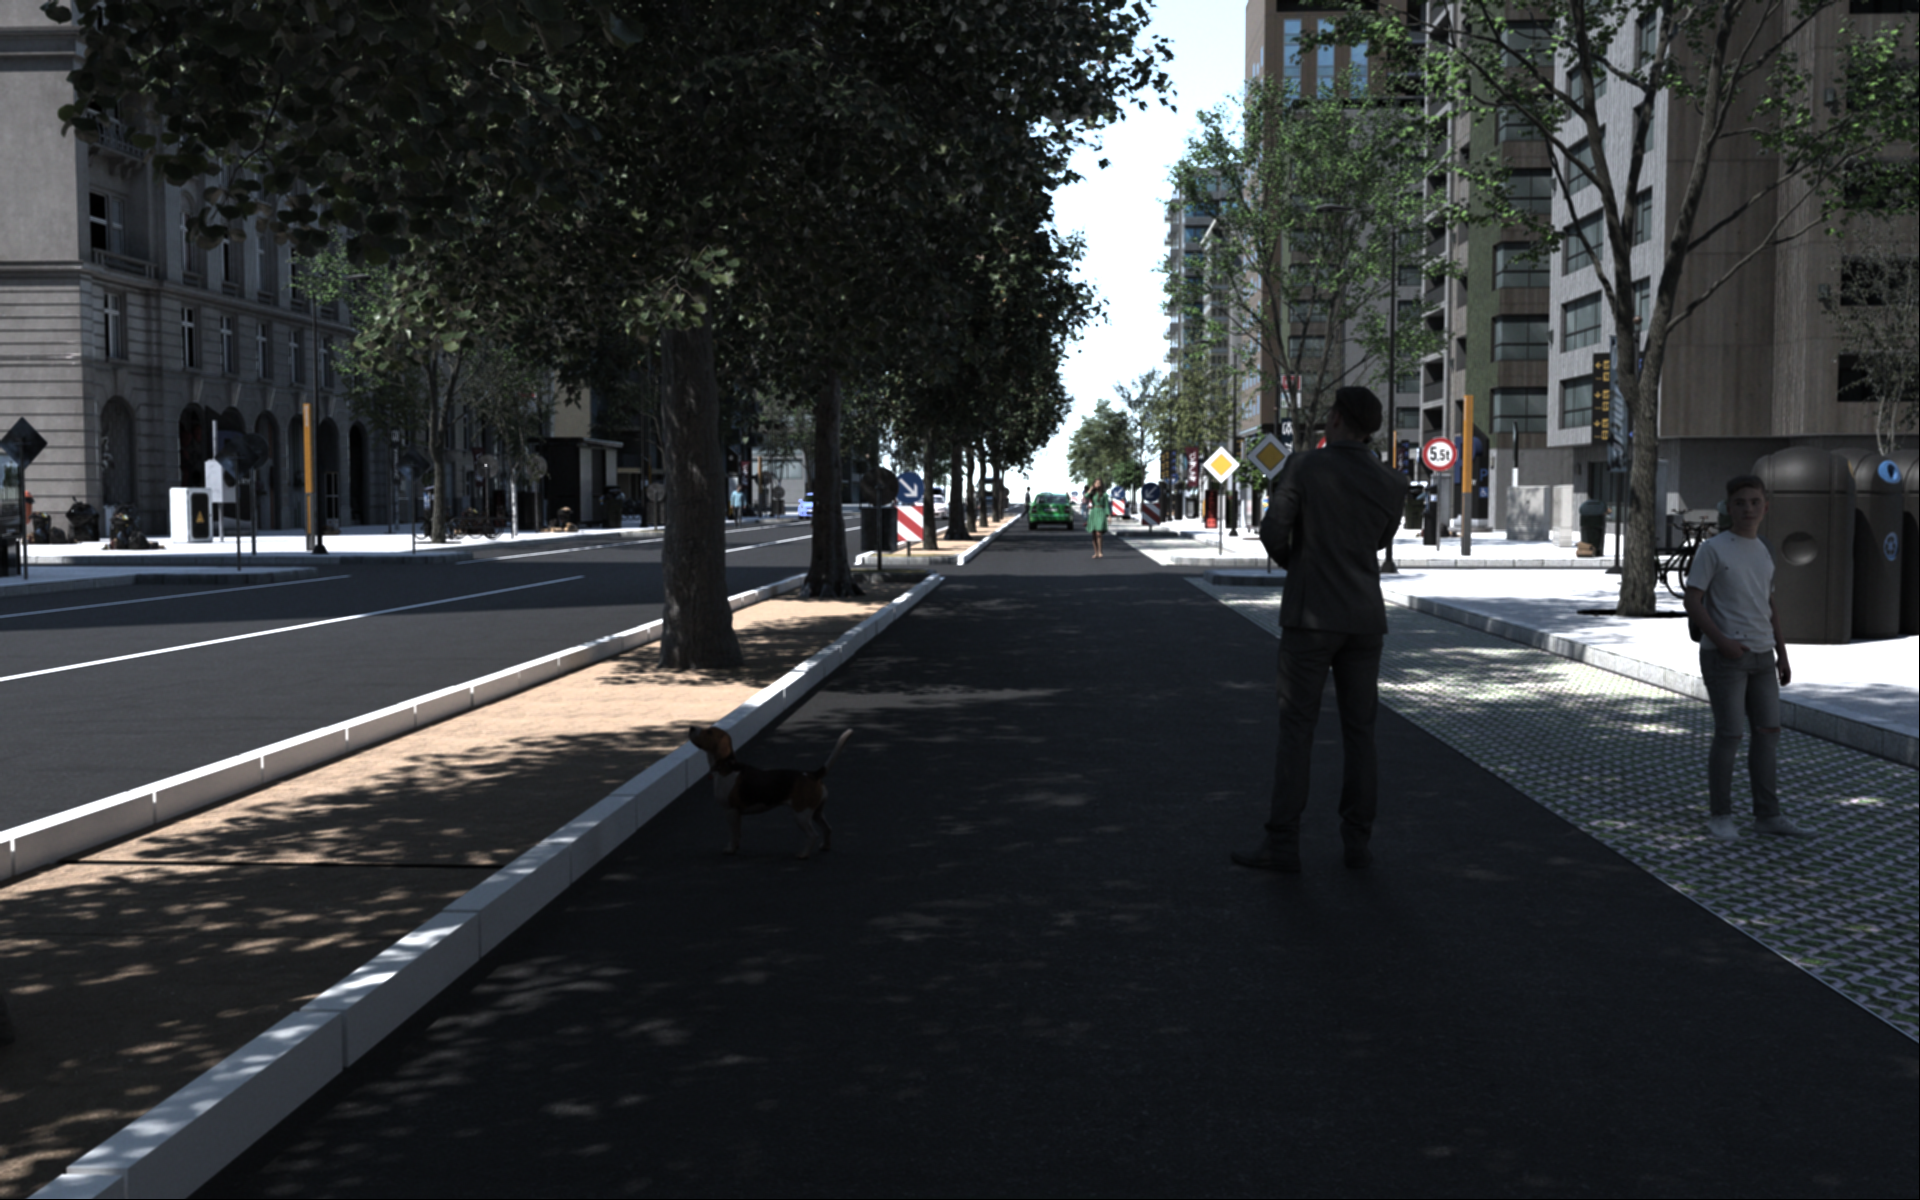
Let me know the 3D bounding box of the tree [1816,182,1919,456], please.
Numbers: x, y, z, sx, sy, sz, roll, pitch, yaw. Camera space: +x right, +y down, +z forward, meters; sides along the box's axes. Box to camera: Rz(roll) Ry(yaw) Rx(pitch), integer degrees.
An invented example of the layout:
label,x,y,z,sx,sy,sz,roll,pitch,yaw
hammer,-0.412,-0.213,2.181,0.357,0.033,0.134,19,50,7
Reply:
label,x,y,z,sx,sy,sz,roll,pitch,yaw
tree,22.565,-5.574,41.489,4.360,8.622,3.978,0,3,0

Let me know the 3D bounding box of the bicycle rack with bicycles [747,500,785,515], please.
label,x,y,z,sx,sy,sz,roll,pitch,yaw
bicycle rack with bicycles,-12.262,-5.795,108.130,2.925,0.926,2.852,-2,4,-23

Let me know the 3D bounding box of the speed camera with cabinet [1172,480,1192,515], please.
label,x,y,z,sx,sy,sz,roll,pitch,yaw
speed camera with cabinet,13.603,-6.773,105.069,0.660,3.252,2.038,-3,4,-38

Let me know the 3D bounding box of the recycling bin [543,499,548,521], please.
label,x,y,z,sx,sy,sz,roll,pitch,yaw
recycling bin,-19.498,-4.284,82.589,0.722,1.027,0.722,3,4,37

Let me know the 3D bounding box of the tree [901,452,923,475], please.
label,x,y,z,sx,sy,sz,roll,pitch,yaw
tree,-5.931,-15.267,199.971,4.360,8.622,3.978,0,3,0

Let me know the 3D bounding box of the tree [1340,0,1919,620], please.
label,x,y,z,sx,sy,sz,roll,pitch,yaw
tree,7.056,-5.626,17.733,9.928,11.665,9.643,0,3,0

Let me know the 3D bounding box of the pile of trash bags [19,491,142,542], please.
label,x,y,z,sx,sy,sz,roll,pitch,yaw
pile of trash bags,-23.966,-2.281,47.047,3.447,1.369,1.912,-1,4,-12

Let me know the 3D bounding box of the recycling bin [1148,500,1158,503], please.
label,x,y,z,sx,sy,sz,roll,pitch,yaw
recycling bin,11.464,-5.441,101.516,0.722,1.027,0.722,1,4,21

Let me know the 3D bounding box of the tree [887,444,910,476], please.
label,x,y,z,sx,sy,sz,roll,pitch,yaw
tree,-5.267,-16.925,211.132,8.767,10.594,7.601,-3,5,-41

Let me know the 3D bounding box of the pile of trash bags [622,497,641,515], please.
label,x,y,z,sx,sy,sz,roll,pitch,yaw
pile of trash bags,-20.201,-5.934,106.779,1.912,1.369,3.447,1,4,22

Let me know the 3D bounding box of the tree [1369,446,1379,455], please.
label,x,y,z,sx,sy,sz,roll,pitch,yaw
tree,14.670,-4.184,63.002,1.663,3.219,1.824,0,3,0

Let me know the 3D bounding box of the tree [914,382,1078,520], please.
label,x,y,z,sx,sy,sz,roll,pitch,yaw
tree,2.215,-9.697,95.409,8.767,10.594,7.601,0,4,3

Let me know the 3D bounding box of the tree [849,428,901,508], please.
label,x,y,z,sx,sy,sz,roll,pitch,yaw
tree,-7.953,-12.303,151.514,4.360,8.622,3.978,0,3,0

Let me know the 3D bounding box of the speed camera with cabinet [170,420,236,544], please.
label,x,y,z,sx,sy,sz,roll,pitch,yaw
speed camera with cabinet,-19.967,-3.147,45.790,0.660,3.252,2.038,1,4,15

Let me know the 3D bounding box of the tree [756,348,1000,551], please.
label,x,y,z,sx,sy,sz,roll,pitch,yaw
tree,-0.864,-7.064,43.704,9.928,11.665,9.643,0,3,0

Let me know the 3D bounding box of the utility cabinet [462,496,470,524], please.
label,x,y,z,sx,sy,sz,roll,pitch,yaw
utility cabinet,-20.992,-3.816,73.549,0.306,1.237,1.020,-1,4,-14

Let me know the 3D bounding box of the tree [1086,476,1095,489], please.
label,x,y,z,sx,sy,sz,roll,pitch,yaw
tree,18.279,-14.760,225.039,4.285,4.588,4.351,0,3,0

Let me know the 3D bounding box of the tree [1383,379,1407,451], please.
label,x,y,z,sx,sy,sz,roll,pitch,yaw
tree,25.095,-9.559,106.657,4.360,8.622,3.978,0,3,0

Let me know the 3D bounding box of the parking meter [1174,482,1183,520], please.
label,x,y,z,sx,sy,sz,roll,pitch,yaw
parking meter,10.707,-4.844,84.918,0.399,1.863,0.255,-2,4,-32

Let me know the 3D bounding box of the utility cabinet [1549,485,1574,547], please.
label,x,y,z,sx,sy,sz,roll,pitch,yaw
utility cabinet,14.530,-2.025,41.786,0.318,1.500,1.173,1,4,11

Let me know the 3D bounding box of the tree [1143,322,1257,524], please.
label,x,y,z,sx,sy,sz,roll,pitch,yaw
tree,10.364,-7.544,73.706,4.737,8.622,4.395,0,3,0

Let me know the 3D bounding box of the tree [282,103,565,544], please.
label,x,y,z,sx,sy,sz,roll,pitch,yaw
tree,-13.400,-7.255,44.371,9.928,11.665,9.643,0,3,0

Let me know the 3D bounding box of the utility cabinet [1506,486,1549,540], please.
label,x,y,z,sx,sy,sz,roll,pitch,yaw
utility cabinet,15.614,-2.382,47.620,0.318,1.500,1.173,-3,4,-37

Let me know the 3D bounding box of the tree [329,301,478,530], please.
label,x,y,z,sx,sy,sz,roll,pitch,yaw
tree,-19.914,-6.762,60.922,4.737,8.622,4.395,0,3,0

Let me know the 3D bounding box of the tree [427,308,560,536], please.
label,x,y,z,sx,sy,sz,roll,pitch,yaw
tree,-13.709,-6.251,52.561,4.360,8.622,3.978,0,3,0

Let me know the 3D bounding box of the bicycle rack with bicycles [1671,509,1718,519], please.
label,x,y,z,sx,sy,sz,roll,pitch,yaw
bicycle rack with bicycles,16.877,-1.648,40.322,2.852,0.926,2.925,-2,4,-32

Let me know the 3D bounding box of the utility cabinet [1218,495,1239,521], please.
label,x,y,z,sx,sy,sz,roll,pitch,yaw
utility cabinet,13.010,-4.454,83.983,1.020,1.237,0.306,1,4,22

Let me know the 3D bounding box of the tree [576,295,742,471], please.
label,x,y,z,sx,sy,sz,roll,pitch,yaw
tree,-12.822,-8.610,75.184,7.601,10.594,8.767,2,4,34

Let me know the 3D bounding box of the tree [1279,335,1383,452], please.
label,x,y,z,sx,sy,sz,roll,pitch,yaw
tree,16.919,-7.991,81.019,4.360,8.622,3.978,0,3,0

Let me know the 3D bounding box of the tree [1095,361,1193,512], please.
label,x,y,z,sx,sy,sz,roll,pitch,yaw
tree,13.028,-11.389,120.630,7.601,10.594,8.767,-1,4,-22

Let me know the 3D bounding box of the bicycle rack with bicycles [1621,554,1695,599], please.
label,x,y,z,sx,sy,sz,roll,pitch,yaw
bicycle rack with bicycles,9.382,-0.458,20.863,2.925,0.926,2.852,0,4,-7

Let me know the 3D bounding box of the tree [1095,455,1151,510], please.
label,x,y,z,sx,sy,sz,roll,pitch,yaw
tree,14.082,-9.724,142.706,4.285,4.588,4.351,0,3,0

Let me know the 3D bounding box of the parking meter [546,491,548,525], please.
label,x,y,z,sx,sy,sz,roll,pitch,yaw
parking meter,-16.993,-3.887,71.966,0.372,1.533,0.369,0,3,0

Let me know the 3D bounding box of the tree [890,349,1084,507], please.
label,x,y,z,sx,sy,sz,roll,pitch,yaw
tree,2.322,-11.785,105.512,12.009,13.543,11.850,0,3,0

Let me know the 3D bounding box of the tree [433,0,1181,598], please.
label,x,y,z,sx,sy,sz,roll,pitch,yaw
tree,-1.836,-6.381,23.797,9.611,12.733,9.660,0,3,0

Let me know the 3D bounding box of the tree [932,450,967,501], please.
label,x,y,z,sx,sy,sz,roll,pitch,yaw
tree,-2.233,-21.278,266.017,7.486,12.596,7.792,0,3,0

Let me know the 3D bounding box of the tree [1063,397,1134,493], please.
label,x,y,z,sx,sy,sz,roll,pitch,yaw
tree,17.026,-17.408,202.747,7.486,12.596,7.792,0,3,0

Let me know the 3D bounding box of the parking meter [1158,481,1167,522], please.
label,x,y,z,sx,sy,sz,roll,pitch,yaw
parking meter,9.148,-4.440,78.312,0.255,1.863,0.399,2,4,32

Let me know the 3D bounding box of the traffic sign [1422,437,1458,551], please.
label,x,y,z,sx,sy,sz,roll,pitch,yaw
traffic sign,10.701,-2.360,38.688,0.768,2.556,0.104,1,4,11

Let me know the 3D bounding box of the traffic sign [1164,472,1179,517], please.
label,x,y,z,sx,sy,sz,roll,pitch,yaw
traffic sign,11.152,-5.586,91.435,0.768,2.556,0.104,1,4,9

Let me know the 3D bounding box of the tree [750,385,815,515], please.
label,x,y,z,sx,sy,sz,roll,pitch,yaw
tree,-10.963,-9.489,105.500,4.360,8.622,3.978,0,3,0

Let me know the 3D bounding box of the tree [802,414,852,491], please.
label,x,y,z,sx,sy,sz,roll,pitch,yaw
tree,-9.884,-10.883,128.292,4.737,8.622,4.395,0,3,0

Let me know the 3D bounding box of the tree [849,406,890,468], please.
label,x,y,z,sx,sy,sz,roll,pitch,yaw
tree,-6.810,-16.732,183.930,12.009,13.543,11.850,0,3,0

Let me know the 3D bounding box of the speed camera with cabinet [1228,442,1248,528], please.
label,x,y,z,sx,sy,sz,roll,pitch,yaw
speed camera with cabinet,10.942,-4.388,66.077,0.660,3.252,2.038,3,4,38

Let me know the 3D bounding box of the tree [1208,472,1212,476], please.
label,x,y,z,sx,sy,sz,roll,pitch,yaw
tree,15.512,-6.904,107.484,1.663,3.219,1.824,0,3,0

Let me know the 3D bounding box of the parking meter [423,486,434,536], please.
label,x,y,z,sx,sy,sz,roll,pitch,yaw
parking meter,-16.083,-2.702,52.581,0.372,1.533,0.369,0,3,0

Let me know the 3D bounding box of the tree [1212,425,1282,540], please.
label,x,y,z,sx,sy,sz,roll,pitch,yaw
tree,8.282,-3.296,48.495,1.663,3.219,1.824,0,3,0

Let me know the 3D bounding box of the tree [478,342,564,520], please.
label,x,y,z,sx,sy,sz,roll,pitch,yaw
tree,-20.518,-7.867,78.994,4.737,8.622,4.395,0,3,0

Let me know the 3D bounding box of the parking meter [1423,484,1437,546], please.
label,x,y,z,sx,sy,sz,roll,pitch,yaw
parking meter,11.770,-2.130,43.234,0.372,1.533,0.369,0,3,0

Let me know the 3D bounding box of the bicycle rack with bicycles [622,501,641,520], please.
label,x,y,z,sx,sy,sz,roll,pitch,yaw
bicycle rack with bicycles,-16.734,-4.375,84.906,2.925,0.926,2.852,3,5,41

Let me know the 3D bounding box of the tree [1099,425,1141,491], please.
label,x,y,z,sx,sy,sz,roll,pitch,yaw
tree,15.690,-13.481,170.784,4.360,8.622,3.978,0,3,0

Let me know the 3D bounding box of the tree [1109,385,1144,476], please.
label,x,y,z,sx,sy,sz,roll,pitch,yaw
tree,11.921,-9.096,99.079,4.737,8.622,4.395,0,3,0

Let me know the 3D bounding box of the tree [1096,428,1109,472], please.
label,x,y,z,sx,sy,sz,roll,pitch,yaw
tree,14.181,-12.344,152.194,4.737,8.622,4.395,0,3,0

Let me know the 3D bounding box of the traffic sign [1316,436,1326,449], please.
label,x,y,z,sx,sy,sz,roll,pitch,yaw
traffic sign,7.848,-2.217,36.353,0.768,2.556,0.104,1,4,9

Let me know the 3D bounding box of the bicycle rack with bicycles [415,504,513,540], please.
label,x,y,z,sx,sy,sz,roll,pitch,yaw
bicycle rack with bicycles,-14.143,-2.202,49.388,2.925,0.926,2.852,-2,4,-34

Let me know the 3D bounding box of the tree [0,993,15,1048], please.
label,x,y,z,sx,sy,sz,roll,pitch,yaw
tree,-2.804,-5.798,3.908,9.857,13.997,8.962,0,3,0
